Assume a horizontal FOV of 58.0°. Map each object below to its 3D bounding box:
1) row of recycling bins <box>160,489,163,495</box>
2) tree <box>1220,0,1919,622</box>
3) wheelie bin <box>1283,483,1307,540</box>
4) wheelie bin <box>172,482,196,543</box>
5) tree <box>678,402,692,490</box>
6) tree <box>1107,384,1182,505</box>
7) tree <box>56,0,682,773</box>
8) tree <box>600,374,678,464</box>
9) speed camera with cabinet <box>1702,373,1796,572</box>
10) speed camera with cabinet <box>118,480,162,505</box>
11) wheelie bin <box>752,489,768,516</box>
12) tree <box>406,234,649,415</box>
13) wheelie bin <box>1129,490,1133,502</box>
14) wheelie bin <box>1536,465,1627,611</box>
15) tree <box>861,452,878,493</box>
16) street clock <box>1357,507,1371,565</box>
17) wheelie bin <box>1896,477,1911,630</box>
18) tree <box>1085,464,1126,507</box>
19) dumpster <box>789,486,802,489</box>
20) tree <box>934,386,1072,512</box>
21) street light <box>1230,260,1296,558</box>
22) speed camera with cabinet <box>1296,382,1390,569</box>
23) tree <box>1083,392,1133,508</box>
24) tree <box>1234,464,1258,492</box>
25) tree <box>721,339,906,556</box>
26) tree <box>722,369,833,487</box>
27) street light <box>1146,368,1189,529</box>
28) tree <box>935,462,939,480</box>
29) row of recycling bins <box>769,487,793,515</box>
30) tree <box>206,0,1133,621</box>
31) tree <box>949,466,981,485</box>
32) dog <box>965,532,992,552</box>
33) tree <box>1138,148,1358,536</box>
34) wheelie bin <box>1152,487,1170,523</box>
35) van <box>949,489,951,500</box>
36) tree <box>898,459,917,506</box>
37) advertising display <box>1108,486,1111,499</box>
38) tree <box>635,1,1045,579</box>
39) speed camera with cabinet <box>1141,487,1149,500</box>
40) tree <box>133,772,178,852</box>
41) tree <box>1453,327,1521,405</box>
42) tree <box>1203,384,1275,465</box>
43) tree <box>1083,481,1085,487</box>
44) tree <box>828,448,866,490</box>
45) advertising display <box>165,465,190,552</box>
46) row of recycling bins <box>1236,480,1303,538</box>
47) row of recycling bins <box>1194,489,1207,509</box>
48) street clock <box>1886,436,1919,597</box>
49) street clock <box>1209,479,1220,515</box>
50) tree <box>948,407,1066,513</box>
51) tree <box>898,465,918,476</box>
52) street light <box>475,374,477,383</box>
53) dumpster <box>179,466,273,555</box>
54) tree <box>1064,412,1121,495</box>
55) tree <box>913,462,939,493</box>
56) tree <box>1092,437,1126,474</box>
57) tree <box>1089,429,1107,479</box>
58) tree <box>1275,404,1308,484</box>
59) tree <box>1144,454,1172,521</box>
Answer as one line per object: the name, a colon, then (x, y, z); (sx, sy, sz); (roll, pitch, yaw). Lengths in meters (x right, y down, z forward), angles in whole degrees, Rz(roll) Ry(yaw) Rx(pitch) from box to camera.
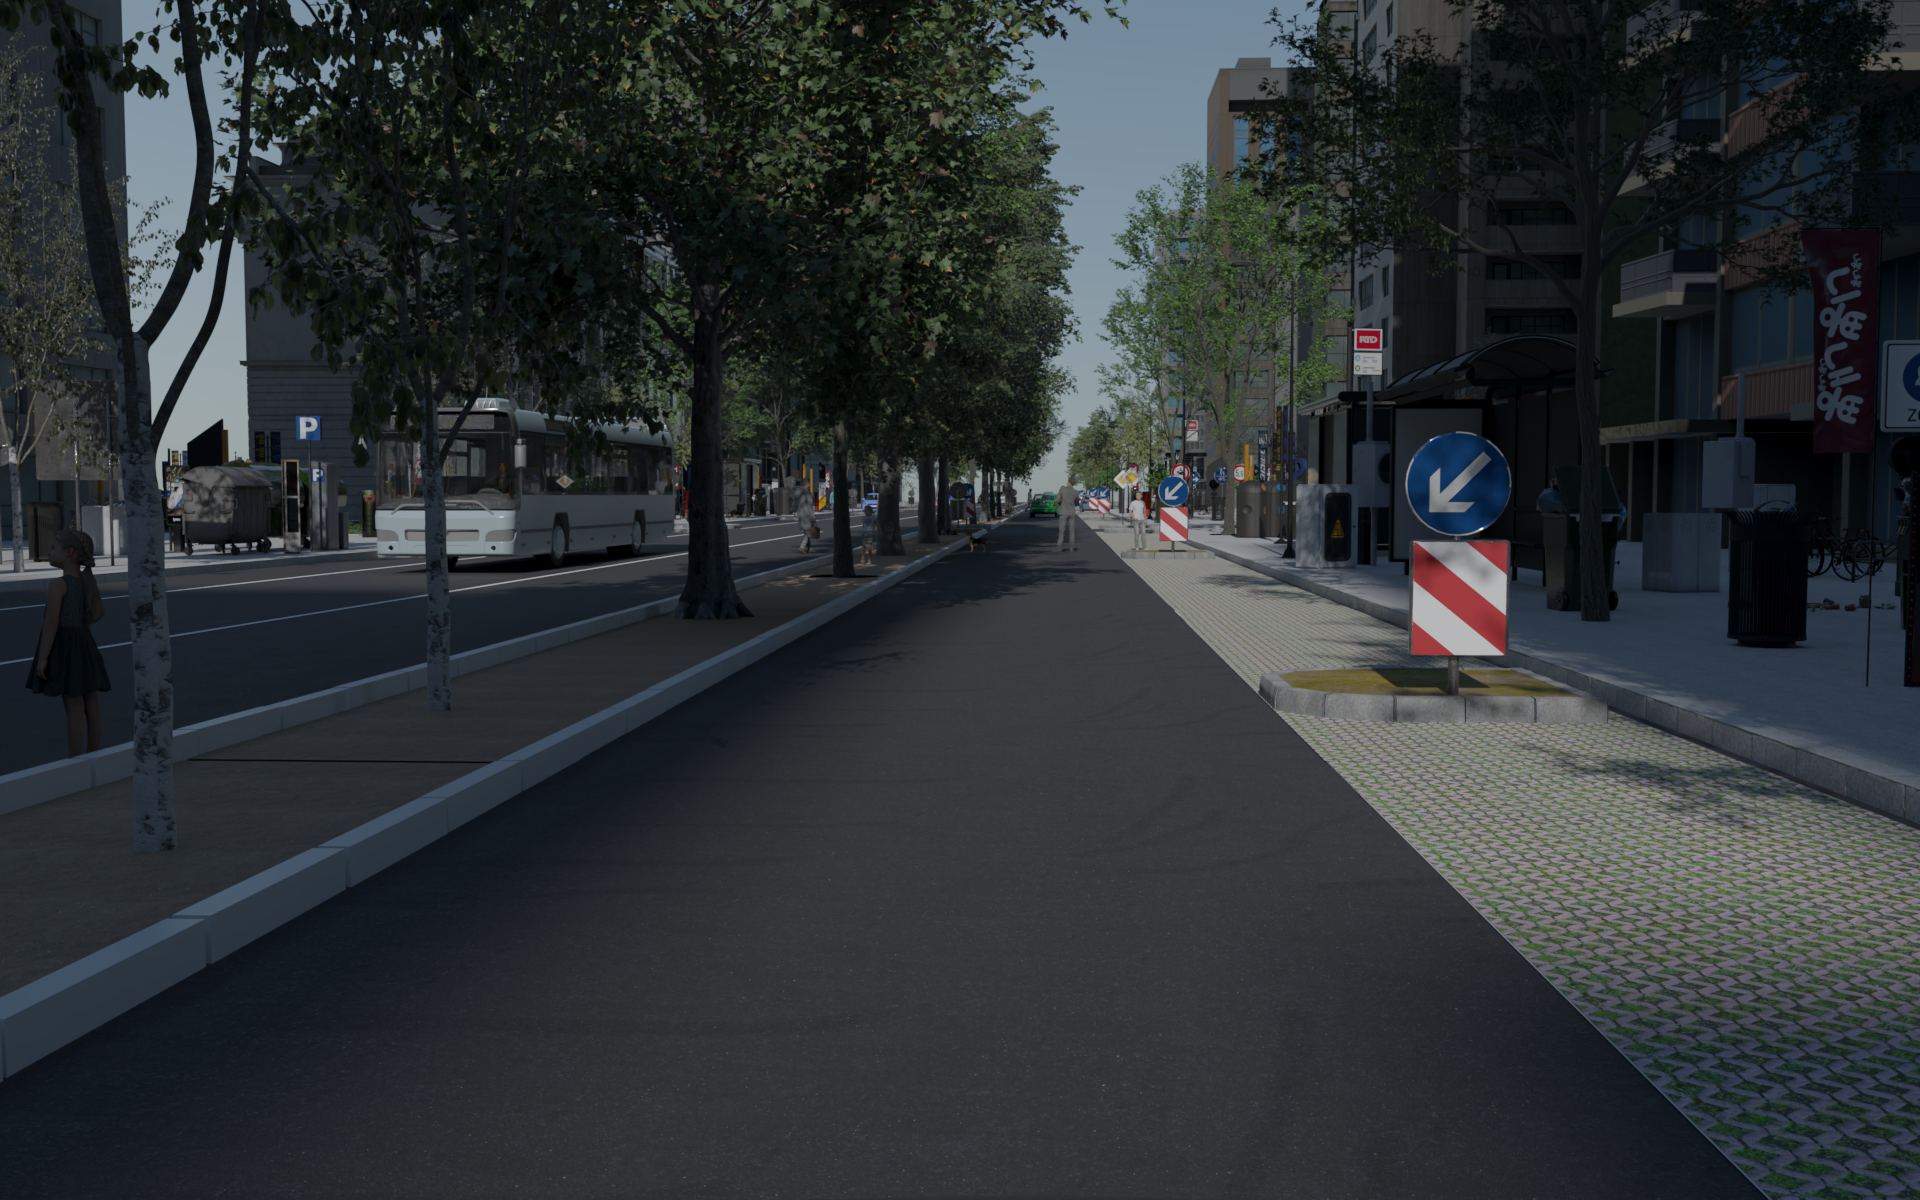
row of recycling bins: (-63.918, -7.968, 137.395); (1.069, 1.692, 3.534); (1, 4, 21)
tree: (6.101, -5.070, 17.303); (7.601, 10.594, 8.767); (1, 4, 13)
wheelie bin: (9.496, -2.489, 48.603); (0.693, 1.594, 0.980); (-2, 4, -29)
wheelie bin: (-20.161, -2.281, 45.209); (0.980, 1.594, 0.693); (2, 4, 23)
tree: (-19.009, -10.058, 114.818); (4.737, 8.622, 4.395); (0, 3, 0)
tree: (11.850, -9.727, 109.399); (4.737, 8.622, 4.395); (0, 3, 0)
tree: (-3.430, -3.554, 10.925); (4.360, 8.622, 3.978); (0, 3, 0)
tree: (-18.482, -8.953, 96.744); (4.737, 8.622, 4.395); (0, 3, 0)
speed camera with cabinet: (13.188, -2.115, 28.920); (2.038, 3.252, 0.660); (-3, 4, -37)
speed camera with cabinet: (-28.566, -4.035, 60.311); (2.038, 3.252, 0.660); (3, 5, 39)
wheelie bin: (-11.592, -5.687, 100.885); (0.980, 1.594, 0.693); (-2, 4, -31)
tree: (-13.974, -7.413, 55.618); (8.767, 10.594, 7.601); (0, 4, -1)
wheelie bin: (14.379, -8.284, 143.349); (0.693, 1.594, 0.980); (-2, 4, -35)
wheelie bin: (6.826, -0.688, 19.153); (0.980, 1.594, 0.693); (0, 4, -7)
tree: (-8.166, -13.071, 164.071); (4.737, 8.622, 4.395); (0, 3, 0)
street clock: (7.345, -1.640, 31.383); (0.358, 2.002, 0.471); (-2, 4, -26)
wheelie bin: (9.109, -0.502, 16.116); (0.693, 1.594, 0.980); (1, 4, 16)
tree: (15.861, -11.906, 178.383); (4.285, 4.588, 4.351); (0, 3, 0)
dumpster: (-11.542, -7.114, 122.077); (1.264, 1.857, 1.865); (0, 4, 3)
tree: (3.944, -13.970, 141.239); (12.009, 13.543, 11.850); (0, 3, 0)
street light: (6.069, -3.795, 34.581); (1.470, 5.913, 1.316); (0, 4, 3)
speed camera with cabinet: (6.775, -2.188, 30.114); (2.038, 3.252, 0.660); (-2, 4, -34)
tree: (14.714, -13.572, 156.312); (7.601, 10.594, 8.767); (-1, 4, -21)
tree: (16.110, -6.366, 98.677); (1.663, 3.219, 1.824); (0, 3, 0)
tree: (-1.614, -7.984, 39.657); (9.857, 13.997, 8.962); (0, 3, 0)
tree: (-11.329, -10.799, 110.975); (7.601, 10.594, 8.767); (2, 4, 34)
street light: (7.695, -5.570, 63.617); (1.470, 5.913, 1.316); (0, 4, 3)
tree: (-3.907, -17.454, 235.732); (4.360, 8.622, 3.978); (0, 3, 0)
row of recycling bins: (-11.078, -6.153, 107.716); (1.069, 1.692, 3.534); (-1, 4, -18)
tree: (-2.904, -6.121, 19.537); (9.611, 12.733, 9.660); (0, 3, 0)
tree: (0.073, -23.464, 301.762); (7.486, 12.596, 7.792); (0, 3, 0)
dog: (0.446, -1.428, 42.631); (0.540, 0.507, 0.406); (-2, 4, -32)
tree: (8.304, -7.809, 53.441); (9.928, 11.665, 9.643); (0, 3, 0)
wheelie bin: (8.940, -4.179, 76.232); (0.980, 1.594, 0.693); (0, 4, -1)
van: (-0.616, -11.497, 192.358); (2.240, 2.365, 5.245); (0, 4, 4)
tree: (-6.136, -14.491, 187.284); (4.360, 8.622, 3.978); (0, 3, 0)
advertising display: (12.296, -8.413, 142.761); (0.123, 1.923, 0.974); (0, 4, -1)
tree: (-2.094, -6.188, 29.391); (9.928, 11.665, 9.643); (0, 3, 0)
speed camera with cabinet: (15.222, -8.955, 140.749); (0.660, 3.252, 2.038); (-3, 4, -38)
tree: (-3.227, -3.280, 6.455); (4.360, 8.622, 3.978); (0, 3, 0)
tree: (23.914, -7.753, 77.131); (4.360, 8.622, 3.978); (0, 3, 0)
tree: (18.436, -10.173, 116.685); (4.360, 8.622, 3.978); (0, 3, 0)
tree: (20.408, -16.941, 260.697); (4.285, 4.588, 4.351); (0, 3, 0)
tree: (-9.342, -11.677, 141.284); (4.360, 8.622, 3.978); (0, 3, 0)
advertising display: (-17.458, -2.047, 38.682); (0.974, 1.923, 0.123); (3, 5, 42)
row of recycling bins: (9.637, -2.716, 51.517); (3.534, 1.692, 1.069); (-2, 4, -33)
row of recycling bins: (19.497, -8.069, 139.042); (1.069, 1.692, 3.534); (-1, 4, -17)
street clock: (11.849, -1.045, 21.661); (0.471, 2.002, 0.358); (1, 4, 13)
street clock: (12.489, -4.926, 85.109); (0.471, 2.002, 0.358); (2, 4, 29)
tree: (3.793, -11.882, 131.137); (8.767, 10.594, 7.601); (0, 4, 3)
tree: (-4.855, -18.919, 219.695); (12.009, 13.543, 11.850); (0, 3, 0)
street light: (-13.108, -4.668, 48.860); (1.470, 5.913, 1.316); (0, 4, 3)
dumpster: (-15.605, -1.901, 36.843); (1.264, 1.857, 1.865); (0, 4, 3)
tree: (19.062, -19.589, 238.411); (7.486, 12.596, 7.792); (0, 3, 0)
tree: (-3.196, -19.112, 246.891); (8.767, 10.594, 7.601); (-3, 5, -41)
tree: (17.589, -15.663, 206.453); (4.360, 8.622, 3.978); (0, 3, 0)
tree: (13.515, -11.279, 134.766); (4.737, 8.622, 4.395); (0, 3, 0)
tree: (26.721, -11.739, 142.288); (4.360, 8.622, 3.978); (0, 3, 0)
tree: (9.660, -5.480, 84.197); (1.663, 3.219, 1.824); (0, 3, 0)
